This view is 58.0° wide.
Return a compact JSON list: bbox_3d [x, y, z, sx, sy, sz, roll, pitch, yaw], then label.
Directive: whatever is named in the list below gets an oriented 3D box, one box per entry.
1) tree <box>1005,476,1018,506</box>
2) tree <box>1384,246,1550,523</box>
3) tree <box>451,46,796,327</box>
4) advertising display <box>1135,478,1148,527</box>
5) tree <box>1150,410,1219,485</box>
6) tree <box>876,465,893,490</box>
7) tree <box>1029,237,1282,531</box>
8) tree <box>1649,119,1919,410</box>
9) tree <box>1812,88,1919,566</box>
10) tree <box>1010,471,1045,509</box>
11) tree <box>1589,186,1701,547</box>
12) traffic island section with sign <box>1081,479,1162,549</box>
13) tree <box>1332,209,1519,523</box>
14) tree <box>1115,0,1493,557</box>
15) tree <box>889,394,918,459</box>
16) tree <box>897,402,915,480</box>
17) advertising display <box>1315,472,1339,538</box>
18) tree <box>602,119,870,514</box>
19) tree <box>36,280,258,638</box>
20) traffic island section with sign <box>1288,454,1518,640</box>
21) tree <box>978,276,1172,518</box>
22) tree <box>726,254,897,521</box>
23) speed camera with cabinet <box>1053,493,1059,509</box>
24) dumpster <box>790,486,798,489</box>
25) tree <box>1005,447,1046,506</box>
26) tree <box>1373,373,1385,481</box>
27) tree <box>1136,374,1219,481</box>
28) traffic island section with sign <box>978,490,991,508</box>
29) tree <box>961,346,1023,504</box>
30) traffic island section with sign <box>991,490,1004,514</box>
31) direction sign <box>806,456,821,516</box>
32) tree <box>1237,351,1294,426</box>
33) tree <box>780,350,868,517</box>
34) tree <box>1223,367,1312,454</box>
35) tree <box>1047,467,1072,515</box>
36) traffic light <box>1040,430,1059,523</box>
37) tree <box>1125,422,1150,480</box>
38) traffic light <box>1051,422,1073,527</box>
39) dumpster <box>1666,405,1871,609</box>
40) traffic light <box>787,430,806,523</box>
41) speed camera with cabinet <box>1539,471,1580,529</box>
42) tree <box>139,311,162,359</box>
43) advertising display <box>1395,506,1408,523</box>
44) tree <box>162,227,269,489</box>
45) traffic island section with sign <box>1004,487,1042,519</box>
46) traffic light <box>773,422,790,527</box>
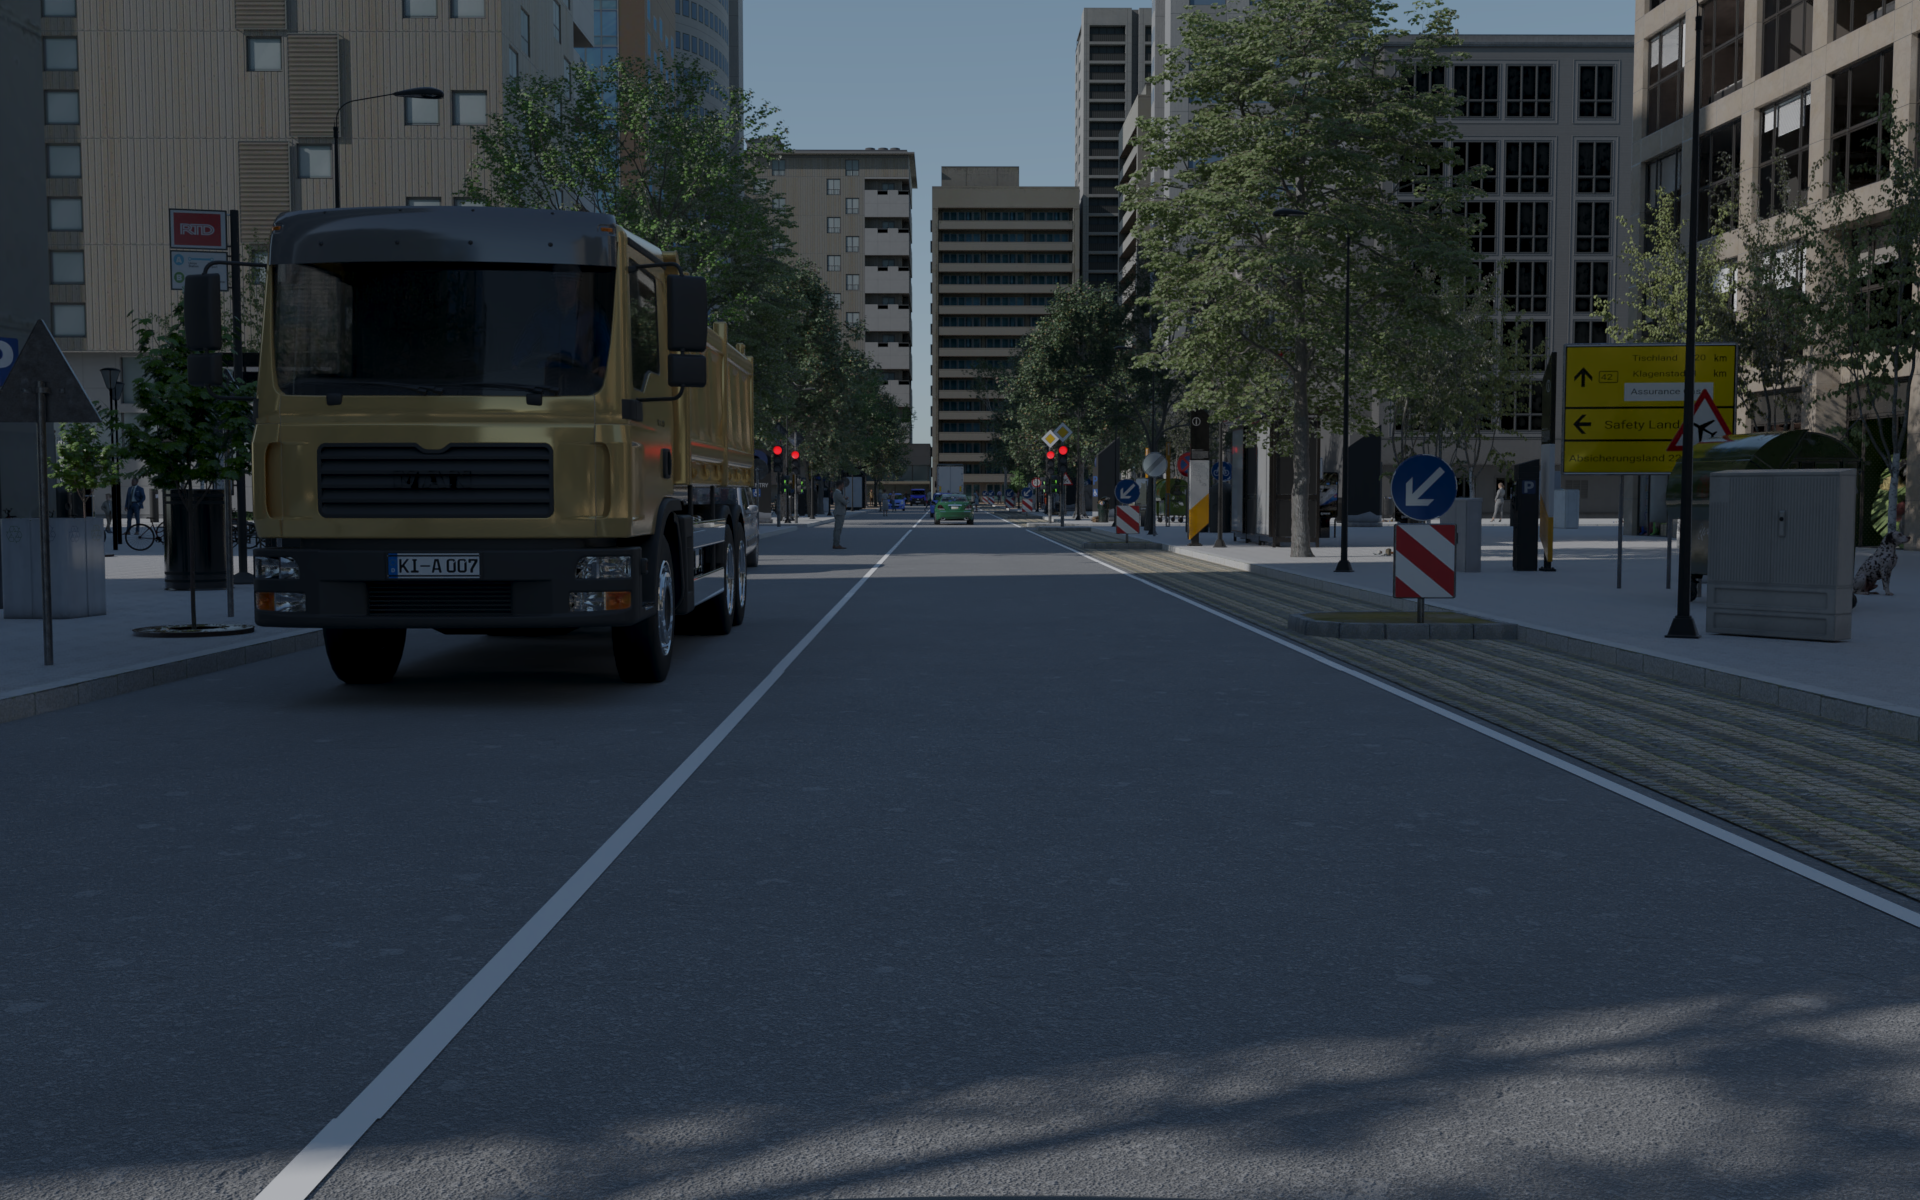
[{"bbox_3d":[5.813,-11.613,184.466,1.663,3.219,1.824,0,3,0],"label":"tree"},{"bbox_3d":[15.004,-6.121,50.448,4.737,8.622,4.395,0,3,0],"label":"tree"},{"bbox_3d":[-7.946,-6.983,39.921,9.928,11.665,9.643,0,3,0],"label":"tree"},{"bbox_3d":[7.240,-3.834,67.904,0.123,1.923,0.974,-3,5,-40],"label":"advertising display"},{"bbox_3d":[16.183,-10.151,116.330,4.737,8.622,4.395,0,3,0],"label":"tree"},{"bbox_3d":[-8.571,-14.188,182.332,4.737,8.622,4.395,0,3,0],"label":"tree"},{"bbox_3d":[6.613,-7.677,59.929,8.767,10.594,7.601,-1,4,-11],"label":"tree"},{"bbox_3d":[16.795,-5.248,36.174,4.360,8.622,3.978,0,3,0],"label":"tree"},{"bbox_3d":[16.656,-4.937,31.081,4.737,8.622,4.395,0,3,0],"label":"tree"},{"bbox_3d":[6.187,-10.399,153.739,4.285,4.588,4.351,0,3,0],"label":"tree"},{"bbox_3d":[17.183,-5.553,41.154,4.737,8.622,4.395,0,3,0],"label":"tree"},{"bbox_3d":[4.223,-2.262,45.604,1.989,1.847,2.006,0,4,-1],"label":"traffic island section with sign"},{"bbox_3d":[11.884,-5.824,45.585,4.360,8.622,3.978,0,3,0],"label":"tree"},{"bbox_3d":[6.765,-7.117,34.498,7.486,12.596,7.792,0,3,0],"label":"tree"},{"bbox_3d":[-8.666,-11.993,121.842,9.928,11.665,9.643,0,3,0],"label":"tree"},{"bbox_3d":[-8.654,-14.634,156.274,9.611,12.733,9.660,0,3,0],"label":"tree"},{"bbox_3d":[10.640,-2.774,50.567,0.974,1.923,0.123,-2,4,-31],"label":"advertising display"},{"bbox_3d":[-7.993,-8.259,53.154,7.486,12.596,7.792,0,3,0],"label":"tree"},{"bbox_3d":[-7.115,-1.292,15.731,1.663,3.219,1.824,0,3,0],"label":"tree"},{"bbox_3d":[4.470,-0.566,17.882,1.989,1.847,2.006,0,4,-1],"label":"traffic island section with sign"},{"bbox_3d":[6.378,-10.643,91.028,9.611,12.733,9.660,0,3,0],"label":"tree"},{"bbox_3d":[-8.320,-10.086,81.906,9.611,12.733,9.660,0,3,0],"label":"tree"},{"bbox_3d":[6.737,-8.030,125.630,0.660,3.252,2.038,1,4,12],"label":"speed camera with cabinet"},{"bbox_3d":[-11.115,-6.757,116.230,1.264,1.857,1.865,0,4,0],"label":"dumpster"},{"bbox_3d":[6.186,-14.599,189.062,4.737,8.622,4.395,0,3,0],"label":"tree"},{"bbox_3d":[15.219,-6.463,56.034,4.737,8.622,4.395,0,3,0],"label":"tree"},{"bbox_3d":[12.823,-9.097,99.102,4.360,8.622,3.978,0,3,0],"label":"tree"},{"bbox_3d":[3.076,-10.333,177.578,1.989,1.847,2.006,0,4,-1],"label":"traffic island section with sign"},{"bbox_3d":[7.111,-22.233,219.398,12.611,20.169,13.585,0,3,0],"label":"tree"},{"bbox_3d":[3.514,-7.267,127.438,1.989,1.847,2.006,0,4,-1],"label":"traffic island section with sign"},{"bbox_3d":[-8.637,-6.742,102.221,0.876,3.537,0.379,-1,4,-16],"label":"direction sign"},{"bbox_3d":[15.202,-8.195,84.357,4.360,8.622,3.978,0,3,0],"label":"tree"},{"bbox_3d":[-8.482,-9.835,95.212,7.601,10.594,8.767,3,5,41],"label":"tree"},{"bbox_3d":[16.616,-8.688,92.417,4.737,8.622,4.395,0,3,0],"label":"tree"},{"bbox_3d":[5.714,-6.760,105.125,1.663,3.219,1.824,0,3,0],"label":"tree"},{"bbox_3d":[3.921,-5.308,75.713,0.839,4.253,0.868,0,4,-1],"label":"traffic light"},{"bbox_3d":[16.003,-11.859,144.249,4.737,8.622,4.395,0,3,0],"label":"tree"},{"bbox_3d":[3.991,-4.820,67.728,0.839,4.253,0.868,0,4,-1],"label":"traffic light"},{"bbox_3d":[9.198,-1.057,19.779,1.502,2.255,1.985,0,4,-1],"label":"dumpster"},{"bbox_3d":[-7.140,-5.302,75.600,0.839,4.253,0.868,0,4,-1],"label":"traffic light"},{"bbox_3d":[22.474,-4.319,64.944,0.660,3.252,2.038,-1,4,-9],"label":"speed camera with cabinet"},{"bbox_3d":[-26.524,-6.769,61.037,4.737,8.622,4.395,0,3,0],"label":"tree"},{"bbox_3d":[11.119,-2.318,43.105,0.123,1.923,0.974,-1,4,-15],"label":"advertising display"},{"bbox_3d":[-18.857,-6.019,48.772,4.737,8.622,4.395,0,3,0],"label":"tree"},{"bbox_3d":[3.751,-5.617,100.472,1.989,1.847,2.006,0,4,-1],"label":"traffic island section with sign"},{"bbox_3d":[-7.070,-4.813,67.616,0.839,4.253,0.868,0,4,-1],"label":"traffic light"}]
